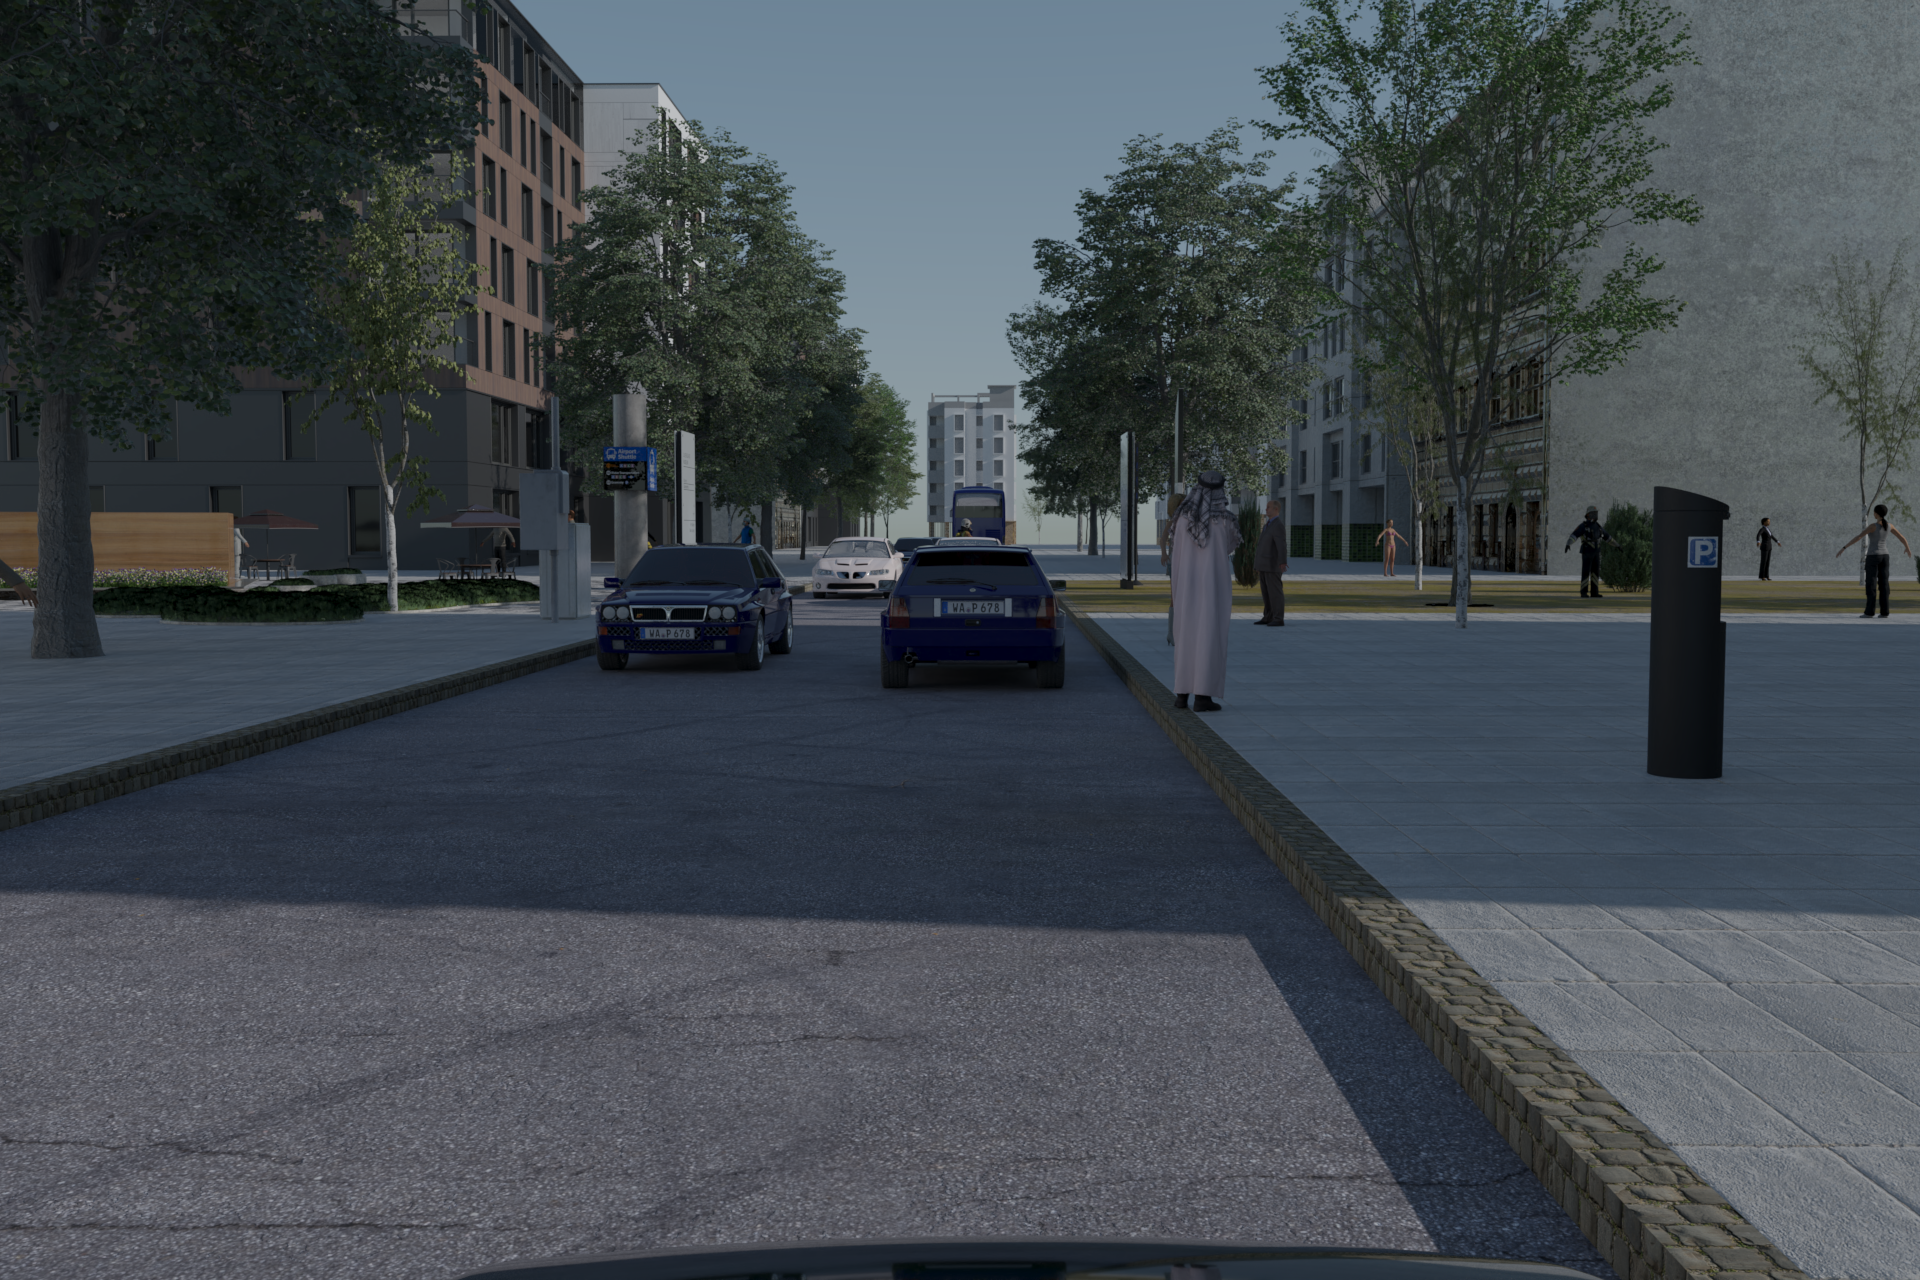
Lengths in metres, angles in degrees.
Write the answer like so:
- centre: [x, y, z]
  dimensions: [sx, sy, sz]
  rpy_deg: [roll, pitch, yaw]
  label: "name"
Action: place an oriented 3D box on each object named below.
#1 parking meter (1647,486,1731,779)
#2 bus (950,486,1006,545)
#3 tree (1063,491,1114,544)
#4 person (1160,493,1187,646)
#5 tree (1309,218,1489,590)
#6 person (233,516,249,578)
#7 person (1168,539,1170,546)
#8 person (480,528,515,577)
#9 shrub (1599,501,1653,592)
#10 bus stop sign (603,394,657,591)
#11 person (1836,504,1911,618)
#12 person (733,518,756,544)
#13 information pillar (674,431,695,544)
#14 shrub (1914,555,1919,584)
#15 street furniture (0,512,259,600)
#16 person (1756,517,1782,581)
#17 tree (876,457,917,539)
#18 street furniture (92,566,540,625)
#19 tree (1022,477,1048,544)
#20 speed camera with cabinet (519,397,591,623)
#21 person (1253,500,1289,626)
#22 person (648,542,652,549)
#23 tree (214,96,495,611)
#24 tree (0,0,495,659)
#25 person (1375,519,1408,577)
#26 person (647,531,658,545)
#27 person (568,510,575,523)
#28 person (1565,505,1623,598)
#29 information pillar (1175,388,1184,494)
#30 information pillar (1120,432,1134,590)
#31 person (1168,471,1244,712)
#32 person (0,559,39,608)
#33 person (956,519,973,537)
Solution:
- centre: [3.866, -0.048, 9.198]
  dimensions: [0.372, 1.533, 0.369]
  rpy_deg: [0, 3, 0]
  label: "parking meter"
- centre: [0.894, -5.895, 87.924]
  dimensions: [2.896, 3.916, 12.251]
  rpy_deg: [0, 3, 0]
  label: "bus"
- centre: [16.741, -17.758, 224.748]
  dimensions: [7.601, 10.594, 8.767]
  rpy_deg: [0, 4, -4]
  label: "tree"
- centre: [2.594, -0.812, 19.887]
  dimensions: [0.721, 1.753, 1.214]
  rpy_deg: [2, 4, 33]
  label: "person"
- centre: [10.782, -5.464, 39.706]
  dimensions: [4.360, 8.622, 3.978]
  rpy_deg: [0, 3, 0]
  label: "tree"
- centre: [-21.244, -2.731, 50.841]
  dimensions: [0.705, 1.806, 1.347]
  rpy_deg: [-3, 5, -44]
  label: "person"
- centre: [7.223, -3.010, 55.404]
  dimensions: [1.347, 1.806, 0.705]
  rpy_deg: [-1, 4, -19]
  label: "person"
- centre: [-13.718, -2.779, 51.570]
  dimensions: [1.348, 1.813, 0.705]
  rpy_deg: [2, 4, 28]
  label: "person"
- centre: [14.810, -2.068, 38.230]
  dimensions: [1.690, 2.028, 1.600]
  rpy_deg: [0, 3, 0]
  label: "shrub"
- centre: [-6.258, -2.684, 32.897]
  dimensions: [0.837, 3.901, 0.837]
  rpy_deg: [0, 4, 2]
  label: "bus stop sign"
- centre: [14.005, -1.205, 26.518]
  dimensions: [1.217, 1.737, 0.721]
  rpy_deg: [0, 4, -7]
  label: "person"
- centre: [-7.002, -3.087, 56.603]
  dimensions: [0.704, 1.817, 1.347]
  rpy_deg: [-3, 5, -40]
  label: "person"
- centre: [-6.367, -2.987, 40.147]
  dimensions: [0.184, 3.620, 1.656]
  rpy_deg: [0, 4, 1]
  label: "information pillar"
- centre: [22.266, -1.731, 39.416]
  dimensions: [1.383, 1.207, 1.383]
  rpy_deg: [0, 3, 0]
  label: "shrub"
- centre: [-19.489, -1.786, 36.059]
  dimensions: [9.812, 1.723, 11.010]
  rpy_deg: [-1, 4, -20]
  label: "street furniture"
- centre: [22.284, -2.509, 47.751]
  dimensions: [1.216, 1.740, 0.721]
  rpy_deg: [-3, 4, -37]
  label: "person"
- centre: [-9.551, -18.209, 223.465]
  dimensions: [9.928, 11.665, 9.643]
  rpy_deg: [0, 3, 0]
  label: "tree"
- centre: [-10.719, -0.847, 29.469]
  dimensions: [5.734, 0.657, 10.072]
  rpy_deg: [1, 4, 12]
  label: "street furniture"
- centre: [10.320, -16.470, 219.651]
  dimensions: [4.360, 8.622, 3.978]
  rpy_deg: [0, 3, 0]
  label: "tree"
- centre: [-6.015, -1.922, 25.757]
  dimensions: [0.660, 3.252, 2.038]
  rpy_deg: [0, 4, 1]
  label: "speed camera with cabinet"
- centre: [4.331, -1.078, 24.225]
  dimensions: [0.434, 1.755, 0.990]
  rpy_deg: [-1, 4, -11]
  label: "person"
- centre: [-8.029, -2.283, 43.299]
  dimensions: [0.705, 1.833, 1.349]
  rpy_deg: [-2, 4, -30]
  label: "person"
- centre: [-9.285, -4.721, 27.557]
  dimensions: [4.737, 8.622, 4.395]
  rpy_deg: [0, 3, 0]
  label: "tree"
- centre: [-9.470, -6.796, 17.763]
  dimensions: [9.857, 13.997, 8.962]
  rpy_deg: [0, 3, 0]
  label: "tree"
- centre: [13.004, -2.778, 52.227]
  dimensions: [1.217, 1.733, 0.721]
  rpy_deg: [-2, 4, -26]
  label: "person"
- centre: [-11.233, -3.342, 60.572]
  dimensions: [1.347, 1.837, 0.705]
  rpy_deg: [-1, 4, -21]
  label: "person"
- centre: [-8.401, -1.893, 37.225]
  dimensions: [0.705, 1.796, 1.348]
  rpy_deg: [0, 4, -4]
  label: "person"
- centre: [12.738, -1.783, 34.925]
  dimensions: [1.354, 1.856, 0.705]
  rpy_deg: [-1, 4, -17]
  label: "person"
- centre: [3.555, -2.251, 28.153]
  dimensions: [0.183, 3.616, 0.504]
  rpy_deg: [0, 4, 1]
  label: "information pillar"
- centre: [3.918, -3.015, 40.606]
  dimensions: [0.184, 3.620, 1.656]
  rpy_deg: [0, 4, 0]
  label: "information pillar"
- centre: [1.787, -0.362, 12.626]
  dimensions: [0.551, 1.740, 0.621]
  rpy_deg: [0, 4, 8]
  label: "person"
- centre: [-5.218, -0.126, 8.825]
  dimensions: [1.215, 1.744, 0.721]
  rpy_deg: [1, 4, 18]
  label: "person"
- centre: [0.180, -2.442, 48.149]
  dimensions: [0.705, 1.858, 1.354]
  rpy_deg: [-2, 4, -28]
  label: "person"
